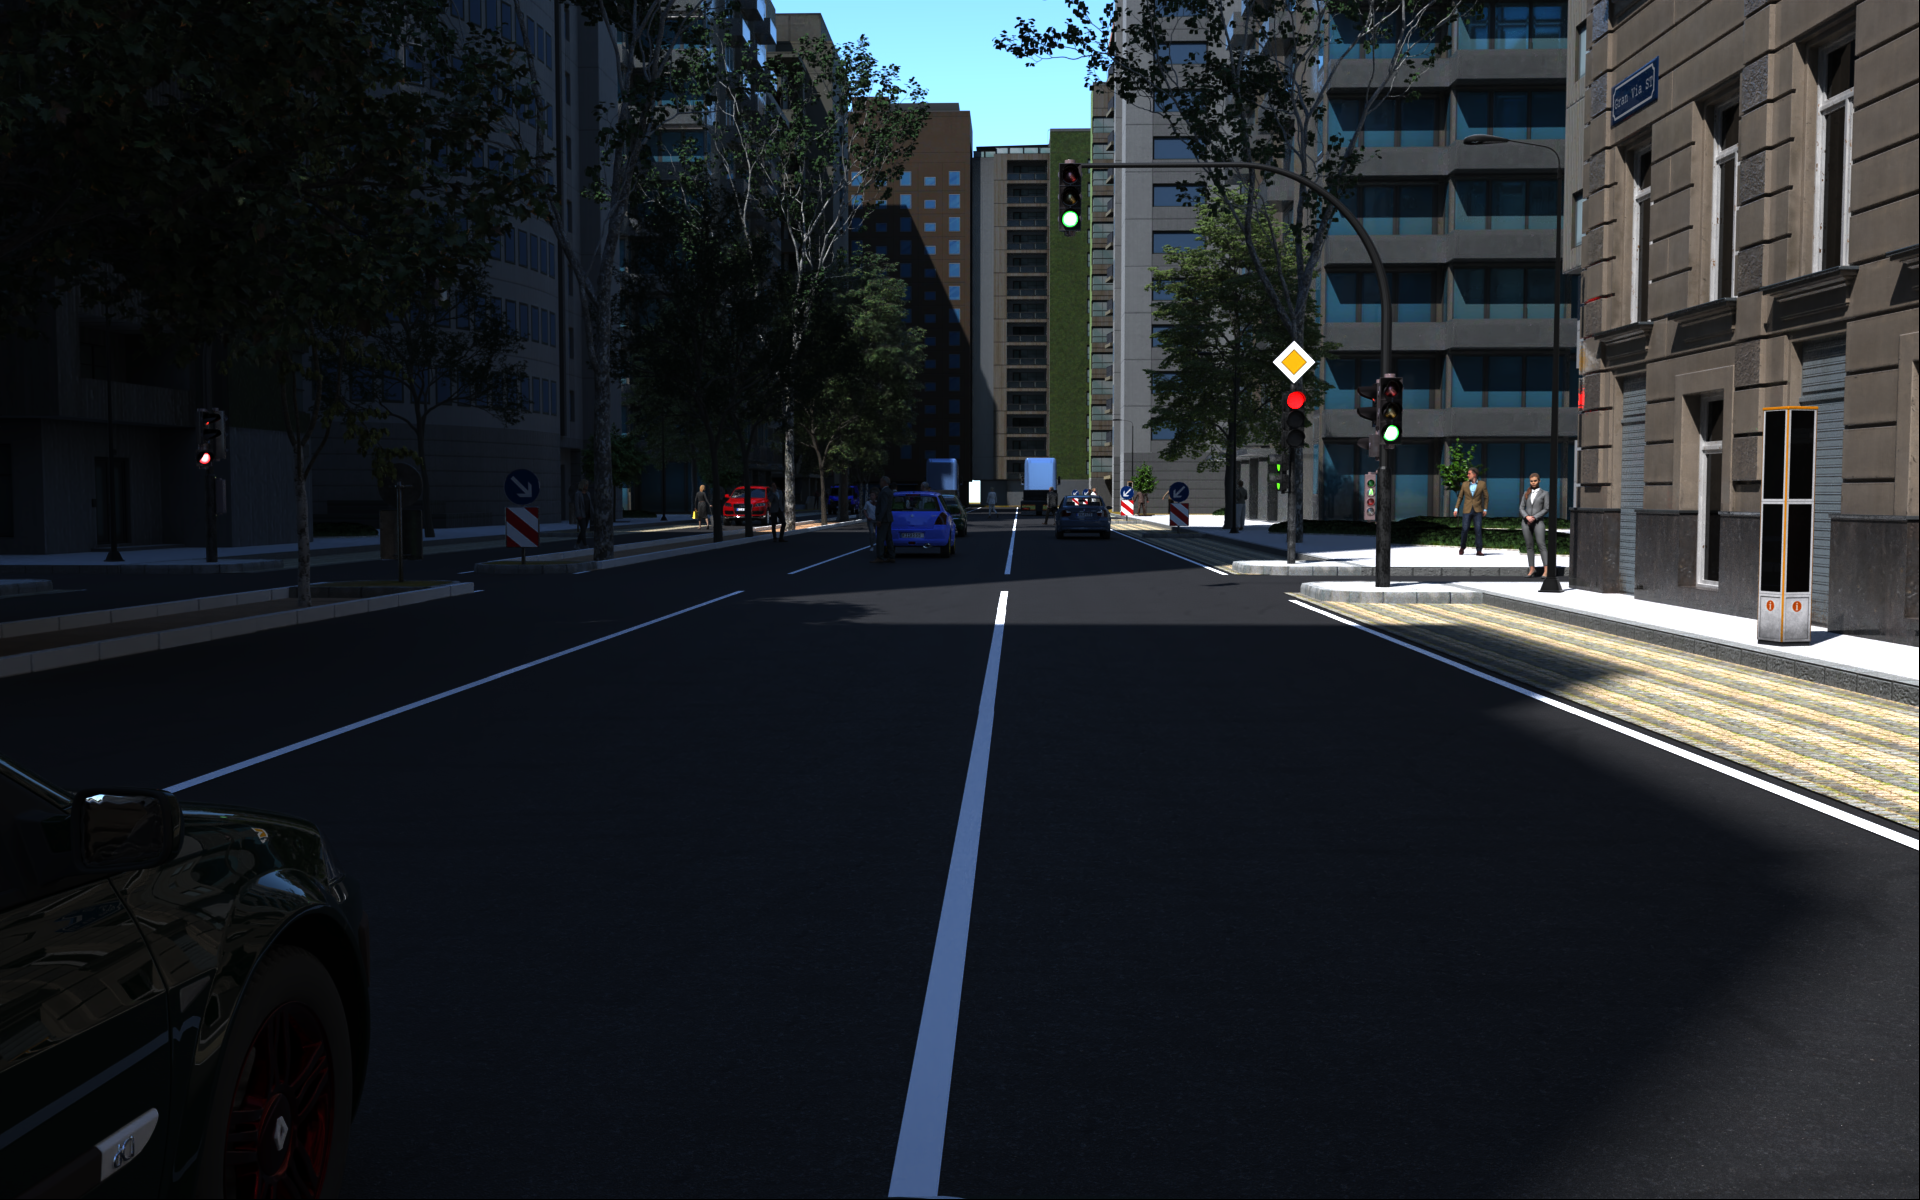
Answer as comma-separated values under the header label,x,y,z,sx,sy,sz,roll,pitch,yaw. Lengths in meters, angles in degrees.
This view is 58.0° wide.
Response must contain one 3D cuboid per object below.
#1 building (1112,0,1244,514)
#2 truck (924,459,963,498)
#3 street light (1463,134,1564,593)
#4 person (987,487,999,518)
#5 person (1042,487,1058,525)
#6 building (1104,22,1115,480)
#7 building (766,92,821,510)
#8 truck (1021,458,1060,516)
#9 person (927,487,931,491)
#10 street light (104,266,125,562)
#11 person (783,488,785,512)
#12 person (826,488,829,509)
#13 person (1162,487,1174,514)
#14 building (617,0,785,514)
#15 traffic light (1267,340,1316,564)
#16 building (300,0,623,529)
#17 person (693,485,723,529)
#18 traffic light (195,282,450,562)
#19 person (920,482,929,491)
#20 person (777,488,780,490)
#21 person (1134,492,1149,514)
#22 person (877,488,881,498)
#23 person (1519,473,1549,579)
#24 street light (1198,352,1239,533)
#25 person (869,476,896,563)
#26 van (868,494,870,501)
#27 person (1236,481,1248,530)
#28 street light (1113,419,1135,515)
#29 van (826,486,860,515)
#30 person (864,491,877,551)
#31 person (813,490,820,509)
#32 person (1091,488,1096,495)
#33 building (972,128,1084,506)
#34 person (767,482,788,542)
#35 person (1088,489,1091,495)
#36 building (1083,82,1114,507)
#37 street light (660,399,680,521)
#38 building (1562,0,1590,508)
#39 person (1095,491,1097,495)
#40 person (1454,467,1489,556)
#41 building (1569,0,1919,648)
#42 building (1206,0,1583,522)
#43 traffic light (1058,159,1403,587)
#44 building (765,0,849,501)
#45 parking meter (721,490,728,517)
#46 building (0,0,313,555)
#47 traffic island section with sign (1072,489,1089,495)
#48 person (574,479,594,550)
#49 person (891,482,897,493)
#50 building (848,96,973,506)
label,x,y,z,sx,sy,sz,roll,pitch,yaw
building,21.620,-35.638,124.674,21.231,58.520,28.212,0,4,2
truck,-1.610,-8.278,125.105,2.967,4.110,18.799,0,4,2
street light,7.200,-3.057,22.521,1.470,5.913,1.316,0,4,2
person,1.918,-5.703,101.618,0.818,1.842,0.514,3,5,44
person,4.216,-4.401,80.849,0.834,1.777,0.661,3,5,43
building,24.268,-30.515,153.544,22.147,44.769,28.867,0,4,2
building,-28.528,-28.030,150.176,32.217,40.220,23.993,0,4,2
truck,5.670,-8.127,122.633,2.967,4.110,18.799,0,4,3
person,-1.741,-5.108,91.983,0.822,1.834,0.622,3,5,41
street light,-15.583,-3.686,32.814,1.470,5.913,1.316,0,4,2
person,-12.688,-7.218,124.854,0.445,1.727,0.742,-1,4,-21
person,-11.644,-8.976,152.891,0.705,1.814,1.350,0,4,2
person,13.630,-6.462,111.703,1.348,1.823,0.705,-1,4,-21
building,-25.112,-30.764,122.599,23.786,49.044,30.456,0,4,2
traffic light,6.086,-2.623,31.800,0.839,4.253,0.868,0,4,2
building,-28.377,-32.539,74.018,21.231,58.520,28.212,0,4,2
person,-10.213,-3.740,69.858,0.699,1.804,1.509,-2,4,-34
traffic light,-11.971,-3.533,32.440,4.771,5.953,1.251,0,4,2
person,-0.895,-2.327,47.026,0.515,1.767,0.782,0,4,5
person,-11.167,-6.027,106.893,0.661,1.843,0.795,-3,5,-42
person,11.367,-6.248,108.750,0.990,1.755,0.434,0,4,-8
person,-5.127,-6.238,110.451,1.348,1.831,0.705,0,4,0
person,9.794,-1.270,29.545,0.520,1.790,0.573,1,4,23
street light,8.446,-5.142,56.608,1.470,5.913,1.316,0,4,2
person,-1.648,-1.680,36.146,0.590,1.801,0.661,1,4,11
van,-8.817,-10.729,182.433,2.013,2.044,4.112,0,4,1
person,9.860,-3.327,60.992,0.519,1.759,0.362,-2,4,-34
street light,10.103,-8.215,106.853,1.470,5.913,1.316,0,4,2
van,-8.257,-7.249,122.907,2.240,2.365,5.245,0,4,1
person,-2.137,-1.981,43.483,0.523,1.515,0.503,3,4,38
person,-12.101,-8.467,145.943,0.415,1.643,0.593,3,5,42
person,7.948,-5.796,103.491,0.478,1.798,0.641,-3,5,-42
building,8.371,-31.403,197.036,14.086,41.232,14.154,0,4,2
person,-5.450,-2.630,51.685,0.592,1.802,0.473,-1,4,-17
person,9.781,-7.480,130.936,0.705,1.807,1.348,3,5,40
building,20.095,-30.070,175.245,14.154,41.232,14.086,0,4,2
street light,-13.750,-6.780,83.392,1.470,5.913,1.316,0,4,2
building,32.666,-27.765,43.192,27.495,52.752,28.713,0,4,2
person,12.580,-9.510,163.004,0.593,1.643,0.415,0,4,1
person,10.683,-1.852,36.229,0.656,1.842,0.836,-1,4,-11
building,13.551,-13.048,10.595,12.463,27.353,25.104,0,4,2
building,24.717,-28.298,82.289,23.786,49.044,30.456,0,4,2
traffic light,3.717,-3.002,23.750,4.771,5.953,1.251,0,4,2
building,-22.676,-33.615,173.311,21.600,48.544,21.300,0,4,2
parking meter,-13.317,-5.482,98.036,0.372,1.533,0.369,0,3,0
building,-24.545,-16.335,38.780,14.160,30.474,14.107,0,4,2
traffic island section with sign,9.641,-7.644,133.607,1.989,1.847,2.006,0,4,2
person,-9.394,-2.125,43.430,0.728,1.800,0.709,2,4,35
person,-1.988,-2.749,53.621,0.511,1.800,0.466,0,4,1
building,-5.767,-33.541,198.510,14.200,45.320,14.600,0,4,2
